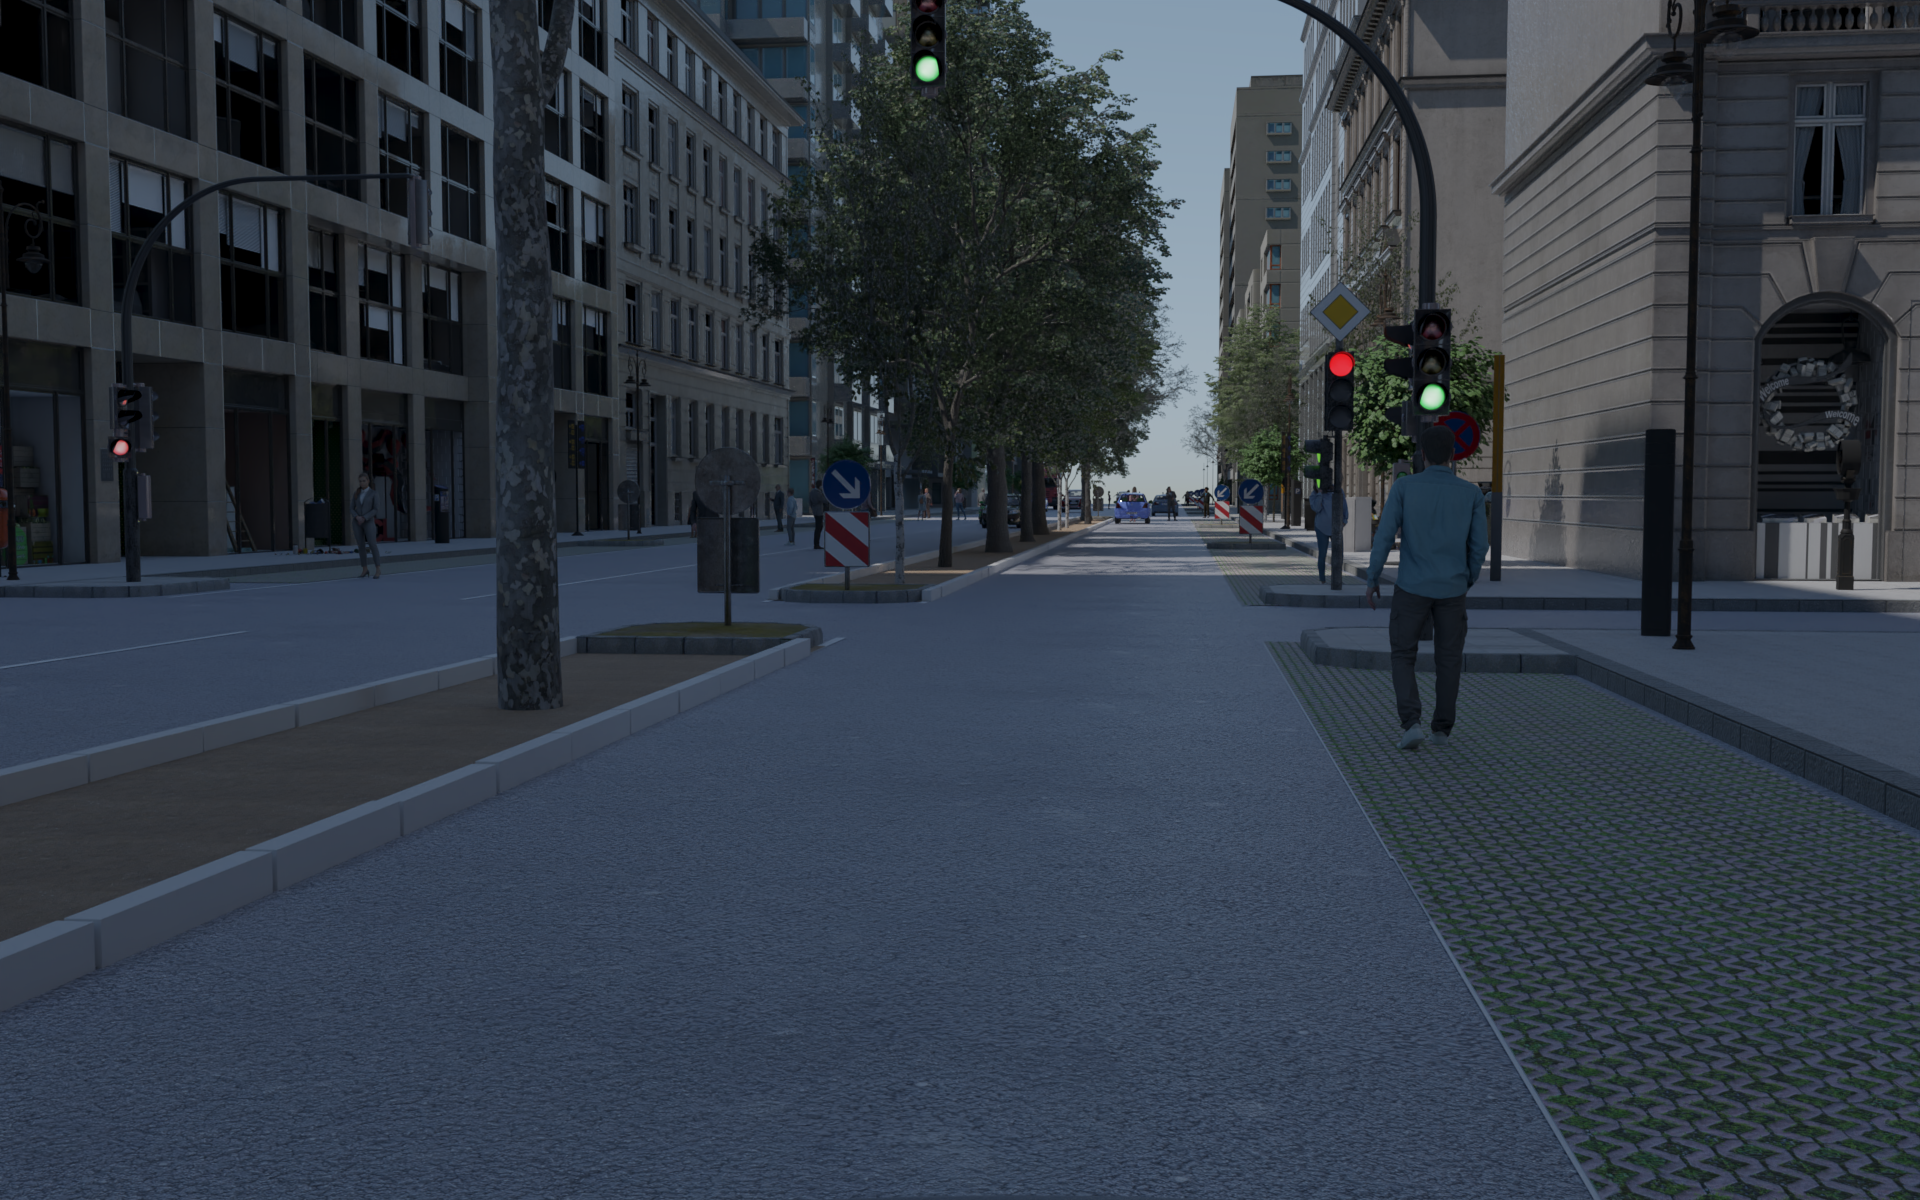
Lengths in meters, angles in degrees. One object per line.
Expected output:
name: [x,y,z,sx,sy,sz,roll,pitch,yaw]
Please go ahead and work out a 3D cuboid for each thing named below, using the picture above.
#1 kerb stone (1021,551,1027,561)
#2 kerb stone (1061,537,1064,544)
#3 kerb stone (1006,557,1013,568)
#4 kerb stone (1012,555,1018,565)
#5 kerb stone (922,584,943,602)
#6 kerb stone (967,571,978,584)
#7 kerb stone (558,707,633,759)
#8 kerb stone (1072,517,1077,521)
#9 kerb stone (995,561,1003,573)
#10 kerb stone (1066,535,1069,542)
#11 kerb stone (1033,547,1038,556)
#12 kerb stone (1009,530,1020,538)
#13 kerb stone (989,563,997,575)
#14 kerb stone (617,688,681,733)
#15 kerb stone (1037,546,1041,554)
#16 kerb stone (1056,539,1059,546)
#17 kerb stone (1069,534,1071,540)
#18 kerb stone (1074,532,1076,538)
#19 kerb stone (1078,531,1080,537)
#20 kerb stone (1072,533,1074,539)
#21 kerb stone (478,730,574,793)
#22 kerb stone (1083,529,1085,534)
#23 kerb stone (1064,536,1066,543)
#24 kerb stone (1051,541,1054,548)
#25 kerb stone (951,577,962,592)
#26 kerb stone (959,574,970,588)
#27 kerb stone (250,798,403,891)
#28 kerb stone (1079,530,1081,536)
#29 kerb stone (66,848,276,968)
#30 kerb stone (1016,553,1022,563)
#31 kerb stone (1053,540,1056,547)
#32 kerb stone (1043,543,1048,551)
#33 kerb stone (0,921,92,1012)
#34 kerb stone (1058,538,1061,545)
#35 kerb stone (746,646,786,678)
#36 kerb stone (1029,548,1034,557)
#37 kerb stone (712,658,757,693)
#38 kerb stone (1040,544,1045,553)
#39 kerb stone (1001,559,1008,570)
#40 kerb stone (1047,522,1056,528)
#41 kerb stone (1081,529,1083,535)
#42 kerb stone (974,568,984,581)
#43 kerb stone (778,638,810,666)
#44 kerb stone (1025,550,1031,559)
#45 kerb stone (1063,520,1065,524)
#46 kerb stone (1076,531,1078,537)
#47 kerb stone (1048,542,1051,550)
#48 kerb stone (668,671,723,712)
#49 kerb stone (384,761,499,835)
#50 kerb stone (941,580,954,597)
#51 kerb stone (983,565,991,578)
kerb stone: [1.260,-0.892,36.775,0.120,0.150,1.000,0,4,7]
kerb stone: [2.782,-1.639,48.986,0.120,0.150,1.000,0,4,7]
kerb stone: [0.876,-0.704,33.707,0.120,0.150,1.000,0,4,7]
kerb stone: [1.004,-0.765,34.733,0.120,0.150,1.000,0,4,7]
kerb stone: [-0.385,-0.082,23.540,0.120,0.150,1.000,0,4,7]
kerb stone: [0.125,-0.330,27.597,0.120,0.150,1.000,0,4,7]
kerb stone: [-2.084,0.757,9.817,0.120,0.150,1.000,0,4,7]
kerb stone: [5.989,-4.269,91.992,0.120,0.150,1.000,0,4,7]
kerb stone: [0.629,-0.576,31.663,0.120,0.150,1.000,0,4,7]
kerb stone: [3.037,-1.763,51.019,0.120,0.150,1.000,0,4,7]
kerb stone: [1.635,-1.079,39.839,0.120,0.150,1.000,0,4,7]
kerb stone: [1.831,-2.217,58.438,0.120,0.150,1.000,0,4,7]
kerb stone: [0.507,-0.517,30.648,0.120,0.150,1.000,0,4,7]
kerb stone: [-1.961,0.695,10.832,0.120,0.150,1.000,0,4,7]
kerb stone: [1.764,-1.139,40.854,0.120,0.150,1.000,0,4,7]
kerb stone: [2.523,-1.515,46.959,0.120,0.150,1.000,0,4,7]
kerb stone: [3.157,-1.825,52.034,0.120,0.150,1.000,0,4,7]
kerb stone: [3.536,-2.012,55.097,0.120,0.150,1.000,0,4,7]
kerb stone: [3.781,-2.134,57.132,0.120,0.150,1.000,0,4,7]
kerb stone: [3.407,-1.950,54.077,0.120,0.150,1.000,0,4,7]
kerb stone: [-2.204,0.819,8.798,0.120,0.150,1.000,0,4,7]
kerb stone: [4.159,-2.322,60.181,0.120,0.150,1.000,0,4,7]
kerb stone: [2.904,-1.701,50.003,0.120,0.150,1.000,0,4,7]
kerb stone: [2.276,-1.390,44.922,0.120,0.150,1.000,0,4,7]
kerb stone: [-0.122,-0.206,25.568,0.120,0.150,1.000,0,4,7]
kerb stone: [-0.003,-0.265,26.583,0.120,0.150,1.000,0,4,7]
kerb stone: [-2.460,0.945,6.748,0.120,0.150,1.000,0,4,7]
kerb stone: [3.903,-2.199,58.147,0.120,0.150,1.000,0,4,7]
kerb stone: [-2.590,1.008,5.732,0.120,0.150,1.000,0,4,7]
kerb stone: [1.133,-0.824,35.752,0.120,0.150,1.000,0,4,7]
kerb stone: [2.389,-1.452,45.938,0.120,0.150,1.000,0,4,7]
kerb stone: [2.015,-1.266,42.889,0.120,0.150,1.000,0,4,7]
kerb stone: [-2.722,1.071,4.718,0.120,0.150,1.000,0,4,7]
kerb stone: [2.648,-1.577,47.973,0.120,0.150,1.000,0,4,7]
kerb stone: [-1.583,0.508,13.885,0.120,0.150,1.000,0,4,7]
kerb stone: [1.509,-1.017,38.816,0.120,0.150,1.000,0,4,7]
kerb stone: [-1.708,0.571,12.861,0.120,0.150,1.000,0,4,7]
kerb stone: [1.885,-1.195,41.870,0.120,0.150,1.000,0,4,7]
kerb stone: [0.748,-0.642,32.685,0.120,0.150,1.000,0,4,7]
kerb stone: [3.975,-3.272,75.718,0.120,0.150,1.000,0,4,7]
kerb stone: [4.035,-2.261,59.160,0.120,0.150,1.000,0,4,7]
kerb stone: [0.241,-0.392,28.612,0.120,0.150,1.000,0,4,7]
kerb stone: [-1.451,0.446,14.902,0.120,0.150,1.000,0,4,7]
kerb stone: [1.384,-0.953,37.792,0.120,0.150,1.000,0,4,7]
kerb stone: [4.728,-3.642,81.818,0.120,0.150,1.000,0,4,7]
kerb stone: [3.659,-2.070,56.111,0.120,0.150,1.000,0,4,7]
kerb stone: [2.136,-1.328,43.906,0.120,0.150,1.000,0,4,7]
kerb stone: [-1.831,0.633,11.846,0.120,0.150,1.000,0,4,7]
kerb stone: [-2.331,0.888,7.767,0.120,0.150,1.000,0,4,7]
kerb stone: [-0.248,-0.144,24.554,0.120,0.150,1.000,0,4,7]
kerb stone: [0.369,-0.455,29.636,0.120,0.150,1.000,0,4,7]
